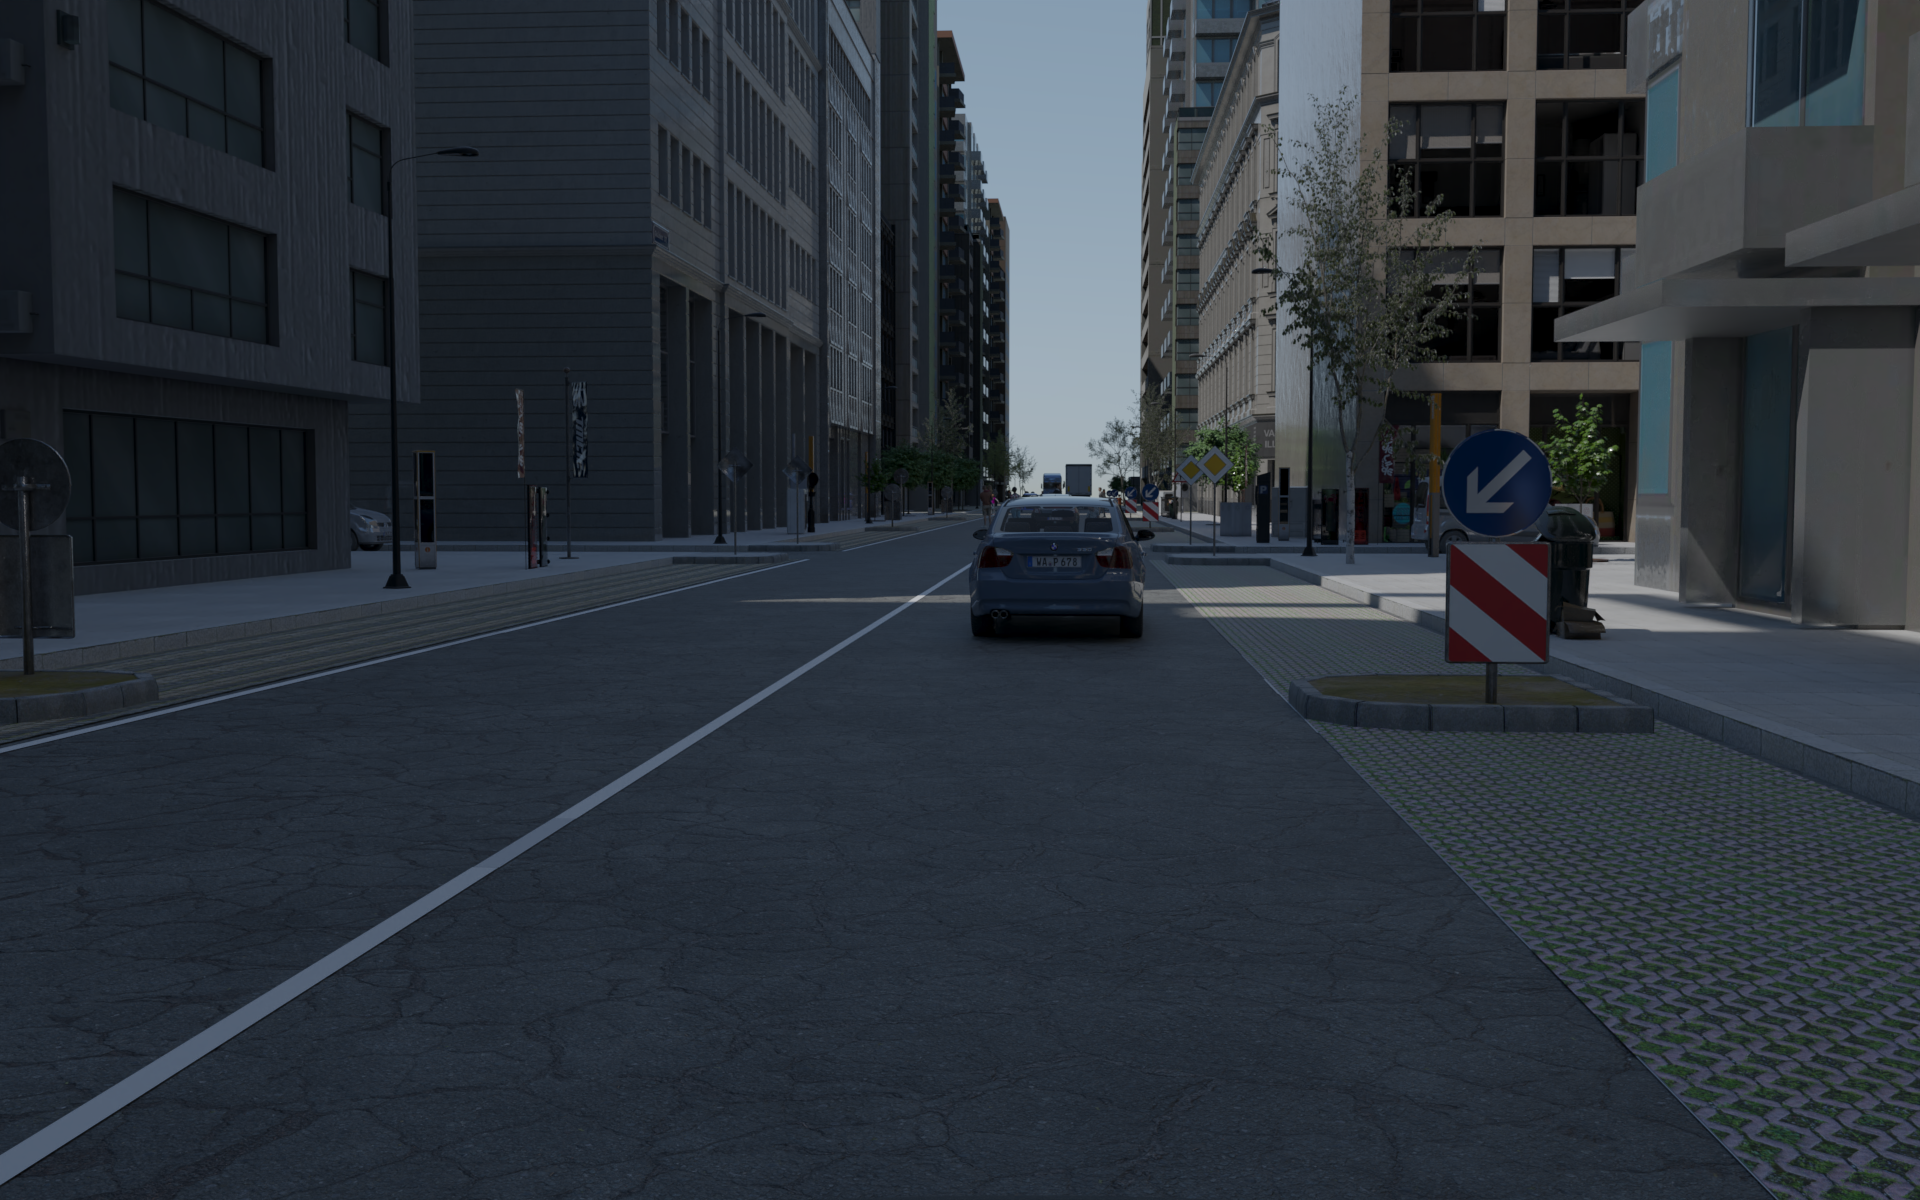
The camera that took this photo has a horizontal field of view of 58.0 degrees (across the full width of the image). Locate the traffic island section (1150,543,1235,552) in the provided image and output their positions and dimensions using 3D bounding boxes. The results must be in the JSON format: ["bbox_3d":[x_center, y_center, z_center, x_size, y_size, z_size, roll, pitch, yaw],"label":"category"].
[{"bbox_3d":[5.862,-1.322,43.891,2.009,0.180,2.903,0,4,4],"label":"traffic island section"}]

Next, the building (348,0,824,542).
[{"bbox_3d":[-12.560,-17.334,60.908,11.434,29.767,29.804,0,4,4],"label":"building"}]

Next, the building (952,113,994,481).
[{"bbox_3d":[-7.963,-36.747,220.426,23.786,49.044,30.456,0,4,4],"label":"building"}]

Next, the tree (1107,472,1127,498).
[{"bbox_3d":[23.848,-16.925,260.439,4.285,4.588,4.351,0,3,0],"label":"tree"}]

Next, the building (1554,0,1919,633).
[{"bbox_3d":[18.080,-23.845,9.479,23.786,49.044,30.456,0,4,4],"label":"building"}]

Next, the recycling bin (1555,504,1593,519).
[{"bbox_3d":[15.504,-1.909,43.774,0.722,1.027,0.722,0,4,-2],"label":"recycling bin"}]

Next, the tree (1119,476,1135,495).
[{"bbox_3d":[18.152,-11.700,185.888,1.663,3.219,1.824,0,3,0],"label":"tree"}]

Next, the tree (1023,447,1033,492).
[{"bbox_3d":[5.813,-16.016,212.224,4.737,8.622,4.395,0,3,0],"label":"tree"}]

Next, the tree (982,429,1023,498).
[{"bbox_3d":[3.973,-14.930,194.465,4.737,8.622,4.395,0,3,0],"label":"tree"}]

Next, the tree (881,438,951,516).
[{"bbox_3d":[-3.194,-7.137,100.407,4.285,4.588,4.351,0,3,0],"label":"tree"}]

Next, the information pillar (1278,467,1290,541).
[{"bbox_3d":[8.894,-2.632,47.522,0.304,2.012,0.304,1,4,11],"label":"information pillar"}]

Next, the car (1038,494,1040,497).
[{"bbox_3d":[6.941,-9.034,159.708,2.014,1.417,4.499,0,4,3],"label":"car"}]

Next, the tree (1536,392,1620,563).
[{"bbox_3d":[11.845,-2.346,32.957,1.663,3.219,1.824,0,3,0],"label":"tree"}]

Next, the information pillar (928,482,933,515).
[{"bbox_3d":[-1.809,-6.142,104.910,0.304,2.012,0.304,0,4,-1],"label":"information pillar"}]

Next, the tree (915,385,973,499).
[{"bbox_3d":[-1.044,-10.234,117.680,4.360,8.622,3.978,0,3,0],"label":"tree"}]

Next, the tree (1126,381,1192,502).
[{"bbox_3d":[12.799,-9.893,112.113,4.360,8.622,3.978,0,3,0],"label":"tree"}]

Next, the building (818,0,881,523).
[{"bbox_3d":[-11.082,-16.381,85.845,12.078,24.808,19.932,0,4,4],"label":"building"}]

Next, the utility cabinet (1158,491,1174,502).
[{"bbox_3d":[13.924,-6.652,117.440,1.173,1.500,0.318,2,4,28],"label":"utility cabinet"}]

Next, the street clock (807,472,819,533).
[{"bbox_3d":[-4.958,-3.247,57.652,0.471,2.002,0.358,-3,5,-40],"label":"street clock"}]

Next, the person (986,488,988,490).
[{"bbox_3d":[1.877,-6.583,116.155,0.581,1.822,0.654,1,4,14],"label":"person"}]

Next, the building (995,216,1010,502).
[{"bbox_3d":[0.546,-37.985,271.163,14.600,45.320,14.200,0,4,4],"label":"building"}]

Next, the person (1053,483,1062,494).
[{"bbox_3d":[4.174,-3.950,72.449,0.474,1.900,0.648,-3,4,-37],"label":"person"}]

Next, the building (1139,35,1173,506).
[{"bbox_3d":[29.955,-34.029,180.078,21.300,48.544,21.600,0,4,4],"label":"building"}]

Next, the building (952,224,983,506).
[{"bbox_3d":[-4.969,-25.242,184.401,14.160,30.474,14.107,0,4,4],"label":"building"}]

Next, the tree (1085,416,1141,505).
[{"bbox_3d":[19.276,-16.582,205.527,8.767,10.594,7.601,-3,5,-40],"label":"tree"}]

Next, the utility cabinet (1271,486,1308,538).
[{"bbox_3d":[9.642,-2.556,50.471,1.173,1.500,0.318,3,5,45],"label":"utility cabinet"}]

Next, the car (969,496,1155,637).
[{"bbox_3d":[1.098,-0.407,18.663,2.014,1.417,4.499,0,4,5],"label":"car"}]

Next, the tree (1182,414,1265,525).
[{"bbox_3d":[10.843,-5.369,71.504,4.285,4.588,4.351,0,3,0],"label":"tree"}]

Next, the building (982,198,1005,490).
[{"bbox_3d":[-4.985,-36.416,250.026,22.147,44.769,28.867,0,4,4],"label":"building"}]

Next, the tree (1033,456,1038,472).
[{"bbox_3d":[9.204,-18.730,256.589,4.737,8.622,4.395,0,3,0],"label":"tree"}]

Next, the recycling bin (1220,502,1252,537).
[{"bbox_3d":[8.380,-2.450,52.605,0.722,1.027,0.722,-2,4,-24],"label":"recycling bin"}]

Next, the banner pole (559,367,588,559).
[{"bbox_3d":[-7.573,-2.695,34.080,0.863,3.779,0.401,3,5,40],"label":"banner pole"}]

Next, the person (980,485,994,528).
[{"bbox_3d":[1.176,-3.987,73.661,0.573,1.828,0.580,3,5,39],"label":"person"}]

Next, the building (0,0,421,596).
[{"bbox_3d":[-16.709,-15.572,26.298,14.107,30.474,14.160,0,4,4],"label":"building"}]

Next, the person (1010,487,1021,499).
[{"bbox_3d":[2.176,-3.542,67.254,0.563,1.720,0.643,-2,4,-35],"label":"person"}]

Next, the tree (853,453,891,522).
[{"bbox_3d":[-3.905,-5.292,81.125,1.663,3.219,1.824,0,3,0],"label":"tree"}]

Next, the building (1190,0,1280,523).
[{"bbox_3d":[22.534,-19.512,95.432,17.030,29.872,44.131,0,4,4],"label":"building"}]

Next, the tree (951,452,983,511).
[{"bbox_3d":[-1.650,-7.909,113.018,4.285,4.588,4.351,0,3,0],"label":"tree"}]

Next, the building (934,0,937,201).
[{"bbox_3d":[-9.323,-30.037,141.208,14.600,45.320,14.200,0,4,4],"label":"building"}]

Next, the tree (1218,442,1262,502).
[{"bbox_3d":[10.292,-4.297,64.855,1.663,3.219,1.824,0,3,0],"label":"tree"}]

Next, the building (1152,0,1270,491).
[{"bbox_3d":[29.426,-32.655,153.520,23.786,49.044,30.456,0,4,4],"label":"building"}]

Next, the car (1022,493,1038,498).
[{"bbox_3d":[5.542,-7.767,136.581,1.945,1.707,3.694,0,4,2],"label":"car"}]

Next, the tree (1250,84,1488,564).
[{"bbox_3d":[7.196,-4.958,31.429,4.360,8.622,3.978,0,3,0],"label":"tree"}]

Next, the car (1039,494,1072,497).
[{"bbox_3d":[3.527,-3.300,63.738,2.009,1.686,4.222,0,4,4],"label":"car"}]

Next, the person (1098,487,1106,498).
[{"bbox_3d":[8.542,-5.934,105.294,0.755,1.850,0.659,-1,4,-11],"label":"person"}]

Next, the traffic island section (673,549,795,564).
[{"bbox_3d":[-4.773,-0.879,36.649,2.009,0.180,2.903,0,4,4],"label":"traffic island section"}]

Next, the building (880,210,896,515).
[{"bbox_3d":[-10.841,-16.798,104.327,12.332,23.373,15.834,0,4,4],"label":"building"}]

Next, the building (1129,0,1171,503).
[{"bbox_3d":[34.101,-49.091,240.889,20.563,71.187,20.611,0,4,4],"label":"building"}]

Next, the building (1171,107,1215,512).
[{"bbox_3d":[23.199,-22.051,132.234,14.160,30.474,14.107,0,4,4],"label":"building"}]

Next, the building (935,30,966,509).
[{"bbox_3d":[-11.009,-31.087,162.893,22.147,44.769,28.867,0,4,4],"label":"building"}]

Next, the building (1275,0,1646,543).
[{"bbox_3d":[27.943,-15.183,52.752,34.151,26.468,19.350,0,4,4],"label":"building"}]

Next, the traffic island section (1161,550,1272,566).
[{"bbox_3d":[5.292,-0.835,35.926,2.009,0.180,2.903,0,4,4],"label":"traffic island section"}]

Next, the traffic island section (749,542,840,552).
[{"bbox_3d":[-4.203,-1.366,44.613,2.009,0.180,2.903,0,4,4],"label":"traffic island section"}]

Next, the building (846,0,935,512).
[{"bbox_3d":[-9.406,-27.109,126.819,14.154,41.232,14.086,0,4,4],"label":"building"}]

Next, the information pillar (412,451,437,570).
[{"bbox_3d":[-9.119,-1.530,29.506,0.304,2.012,0.304,-2,4,-31],"label":"information pillar"}]
